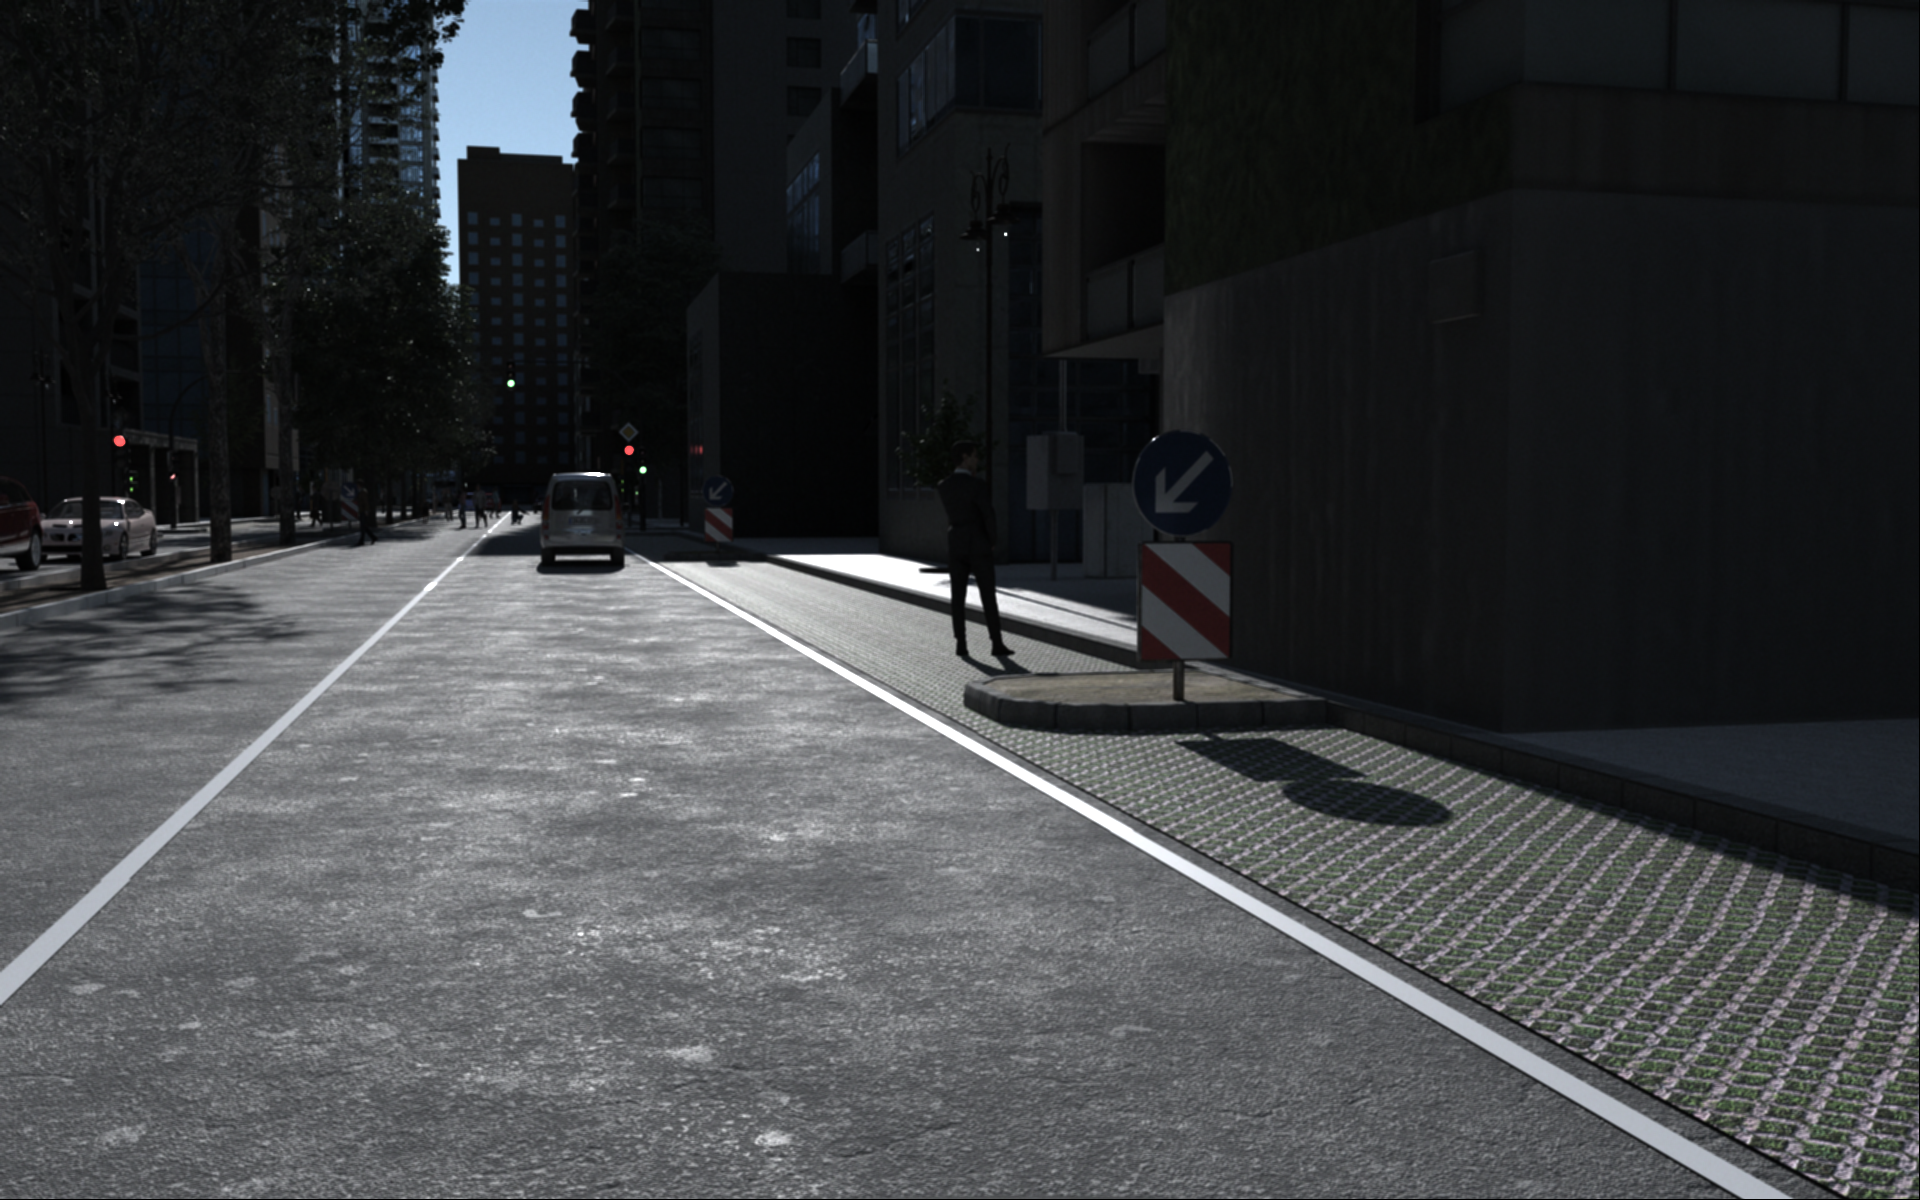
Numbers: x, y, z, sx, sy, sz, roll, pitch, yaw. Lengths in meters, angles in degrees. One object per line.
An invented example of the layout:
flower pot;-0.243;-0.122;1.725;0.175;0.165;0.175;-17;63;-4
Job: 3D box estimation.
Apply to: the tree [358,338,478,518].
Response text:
tree;-32.500;-10.705;103.232;9.928;11.665;9.643;0;3;0

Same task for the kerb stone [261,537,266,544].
kerb stone;-20.076;-1.673;49.548;0.120;0.150;1.000;-1;4;-14

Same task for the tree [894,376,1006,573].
tree;-0.215;-2.077;28.567;1.663;3.219;1.824;0;3;0

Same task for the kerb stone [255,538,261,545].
kerb stone;-19.822;-1.611;48.553;0.120;0.150;1.000;-1;4;-14

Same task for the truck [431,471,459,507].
truck;-60.153;-13.028;202.761;2.967;4.110;18.799;-1;4;-16

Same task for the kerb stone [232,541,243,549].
kerb stone;-19.077;-1.428;45.548;0.120;0.150;1.000;-1;4;-14

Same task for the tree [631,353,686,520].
tree;-14.786;-8.323;86.447;4.737;8.622;4.395;0;3;0

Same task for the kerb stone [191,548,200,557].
kerb stone;-17.593;-1.063;39.576;0.120;0.150;1.000;-1;4;-14

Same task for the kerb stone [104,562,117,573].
kerb stone;-15.613;-0.572;31.619;0.120;0.150;1.000;-1;4;-14

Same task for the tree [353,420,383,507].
tree;-58.543;-15.546;172.297;7.486;12.596;7.792;0;3;0

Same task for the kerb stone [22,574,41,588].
kerb stone;-14.373;-0.263;26.628;0.120;0.150;1.000;-1;4;-14

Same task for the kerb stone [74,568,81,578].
kerb stone;-15.122;-0.454;29.617;0.120;0.150;1.000;-1;4;-14

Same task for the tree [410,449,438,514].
tree;-36.918;-10.305;121.311;4.360;8.622;3.978;0;3;0

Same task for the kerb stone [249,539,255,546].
kerb stone;-19.573;-1.551;47.552;0.120;0.150;1.000;-1;4;-14

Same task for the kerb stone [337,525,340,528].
kerb stone;-24.885;-2.859;68.945;0.120;0.150;1.000;-1;4;-14

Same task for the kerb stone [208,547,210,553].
kerb stone;-18.088;-1.184;41.562;0.120;0.150;1.000;-1;4;-14

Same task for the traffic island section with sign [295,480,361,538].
traffic island section with sign;-21.015;-3.030;57.671;2.006;1.907;1.989;-1;4;-14

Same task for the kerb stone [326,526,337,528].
kerb stone;-24.640;-2.798;67.943;0.120;0.150;1.000;-1;4;-14

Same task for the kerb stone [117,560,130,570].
kerb stone;-15.865;-0.637;32.610;0.120;0.150;1.000;-1;4;-14

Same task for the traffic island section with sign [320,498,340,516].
traffic island section with sign;-41.155;-6.456;114.176;1.989;1.847;2.006;-1;4;-14

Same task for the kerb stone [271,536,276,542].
kerb stone;-20.564;-1.794;51.535;0.120;0.150;1.000;-1;4;-14

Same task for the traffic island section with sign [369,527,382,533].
traffic island section with sign;-22.792;-3.470;64.863;2.006;1.907;1.989;-1;4;-14

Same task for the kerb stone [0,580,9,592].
kerb stone;-14.137;-0.201;25.633;0.120;0.150;1.000;-1;4;-14

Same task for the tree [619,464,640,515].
tree;-20.157;-6.921;107.753;1.663;3.219;1.824;0;3;0

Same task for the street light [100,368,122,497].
street light;-30.982;-5.536;63.306;0.468;5.910;1.993;-1;4;-14

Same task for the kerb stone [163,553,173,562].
kerb stone;-16.850;-0.879;36.596;0.120;0.150;1.000;-1;4;-14

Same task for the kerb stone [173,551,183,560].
kerb stone;-17.093;-0.941;37.589;0.120;0.150;1.000;-1;4;-14

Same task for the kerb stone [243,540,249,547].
kerb stone;-19.325;-1.488;46.557;0.120;0.150;1.000;-1;4;-14

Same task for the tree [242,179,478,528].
tree;-23.984;-9.831;69.850;9.857;13.997;8.962;0;3;0

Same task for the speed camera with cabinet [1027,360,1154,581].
speed camera with cabinet;1.979;-1.946;26.149;2.038;3.252;0.660;-2;4;-34

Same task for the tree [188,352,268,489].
tree;-38.383;-8.570;90.486;4.737;8.622;4.395;0;3;0

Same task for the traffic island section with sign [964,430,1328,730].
traffic island section with sign;1.092;-0.171;11.422;1.989;1.847;2.006;-1;4;-14

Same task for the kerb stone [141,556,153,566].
kerb stone;-16.352;-0.759;34.598;0.120;0.150;1.000;-1;4;-14

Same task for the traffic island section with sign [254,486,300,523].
traffic island section with sign;-34.597;-4.840;87.766;1.989;1.847;2.006;-1;4;-14

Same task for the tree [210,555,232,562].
tree;-17.049;-10.905;36.646;12.611;20.169;13.585;0;3;0

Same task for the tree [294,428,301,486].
tree;-44.233;-9.864;111.634;4.737;8.622;4.395;0;3;0

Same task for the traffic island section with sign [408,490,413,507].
traffic island section with sign;-59.677;-11.014;188.704;1.989;1.847;2.006;-1;4;-14

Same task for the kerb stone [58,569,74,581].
kerb stone;-14.874;-0.393;28.624;0.120;0.150;1.000;-1;4;-14

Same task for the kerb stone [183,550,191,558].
kerb stone;-17.351;-1.002;38.582;0.120;0.150;1.000;-1;4;-14

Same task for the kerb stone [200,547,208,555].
kerb stone;-17.841;-1.124;40.570;0.120;0.150;1.000;-1;4;-14

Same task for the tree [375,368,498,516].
tree;-35.089;-11.819;112.708;9.611;12.733;9.660;0;3;0

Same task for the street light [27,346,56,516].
street light;-28.741;-4.989;54.355;0.468;5.910;1.993;-1;4;-14

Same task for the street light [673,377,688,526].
street light;-11.032;-5.857;68.549;0.468;5.910;1.993;-1;4;-14

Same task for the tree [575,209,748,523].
tree;-12.204;-10.453;77.566;9.857;13.997;8.962;0;3;0

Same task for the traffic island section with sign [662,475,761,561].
traffic island section with sign;-5.461;-1.782;37.770;1.989;1.847;2.006;-1;4;-14

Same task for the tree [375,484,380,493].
tree;-60.746;-11.266;178.805;1.663;3.219;1.824;0;3;0

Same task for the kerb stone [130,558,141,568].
kerb stone;-16.110;-0.698;33.604;0.120;0.150;1.000;-1;4;-14

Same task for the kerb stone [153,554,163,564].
kerb stone;-16.606;-0.819;35.588;0.120;0.150;1.000;-1;4;-14

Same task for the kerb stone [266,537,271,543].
kerb stone;-20.314;-1.733;50.542;0.120;0.150;1.000;-1;4;-14

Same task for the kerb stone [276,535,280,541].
kerb stone;-20.814;-1.855;52.531;0.120;0.150;1.000;-1;4;-14

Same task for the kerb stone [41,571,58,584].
kerb stone;-14.629;-0.332;27.629;0.120;0.150;1.000;-1;4;-14

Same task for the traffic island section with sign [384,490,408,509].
traffic island section with sign;-53.166;-9.414;162.544;1.989;1.847;2.006;-1;4;-14

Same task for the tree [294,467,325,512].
tree;-46.218;-7.855;123.031;1.663;3.219;1.824;0;3;0

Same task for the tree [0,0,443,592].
tree;-12.785;-6.869;25.142;12.009;13.543;11.850;0;3;0

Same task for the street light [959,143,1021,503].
street light;0.390;-3.088;23.271;0.468;5.910;1.993;-1;4;-14

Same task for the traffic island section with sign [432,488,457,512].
traffic island section with sign;-40.920;-7.930;137.790;2.006;1.907;1.989;-1;4;-14

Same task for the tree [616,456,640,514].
tree;-20.501;-7.813;111.449;4.285;4.588;4.351;0;3;0
